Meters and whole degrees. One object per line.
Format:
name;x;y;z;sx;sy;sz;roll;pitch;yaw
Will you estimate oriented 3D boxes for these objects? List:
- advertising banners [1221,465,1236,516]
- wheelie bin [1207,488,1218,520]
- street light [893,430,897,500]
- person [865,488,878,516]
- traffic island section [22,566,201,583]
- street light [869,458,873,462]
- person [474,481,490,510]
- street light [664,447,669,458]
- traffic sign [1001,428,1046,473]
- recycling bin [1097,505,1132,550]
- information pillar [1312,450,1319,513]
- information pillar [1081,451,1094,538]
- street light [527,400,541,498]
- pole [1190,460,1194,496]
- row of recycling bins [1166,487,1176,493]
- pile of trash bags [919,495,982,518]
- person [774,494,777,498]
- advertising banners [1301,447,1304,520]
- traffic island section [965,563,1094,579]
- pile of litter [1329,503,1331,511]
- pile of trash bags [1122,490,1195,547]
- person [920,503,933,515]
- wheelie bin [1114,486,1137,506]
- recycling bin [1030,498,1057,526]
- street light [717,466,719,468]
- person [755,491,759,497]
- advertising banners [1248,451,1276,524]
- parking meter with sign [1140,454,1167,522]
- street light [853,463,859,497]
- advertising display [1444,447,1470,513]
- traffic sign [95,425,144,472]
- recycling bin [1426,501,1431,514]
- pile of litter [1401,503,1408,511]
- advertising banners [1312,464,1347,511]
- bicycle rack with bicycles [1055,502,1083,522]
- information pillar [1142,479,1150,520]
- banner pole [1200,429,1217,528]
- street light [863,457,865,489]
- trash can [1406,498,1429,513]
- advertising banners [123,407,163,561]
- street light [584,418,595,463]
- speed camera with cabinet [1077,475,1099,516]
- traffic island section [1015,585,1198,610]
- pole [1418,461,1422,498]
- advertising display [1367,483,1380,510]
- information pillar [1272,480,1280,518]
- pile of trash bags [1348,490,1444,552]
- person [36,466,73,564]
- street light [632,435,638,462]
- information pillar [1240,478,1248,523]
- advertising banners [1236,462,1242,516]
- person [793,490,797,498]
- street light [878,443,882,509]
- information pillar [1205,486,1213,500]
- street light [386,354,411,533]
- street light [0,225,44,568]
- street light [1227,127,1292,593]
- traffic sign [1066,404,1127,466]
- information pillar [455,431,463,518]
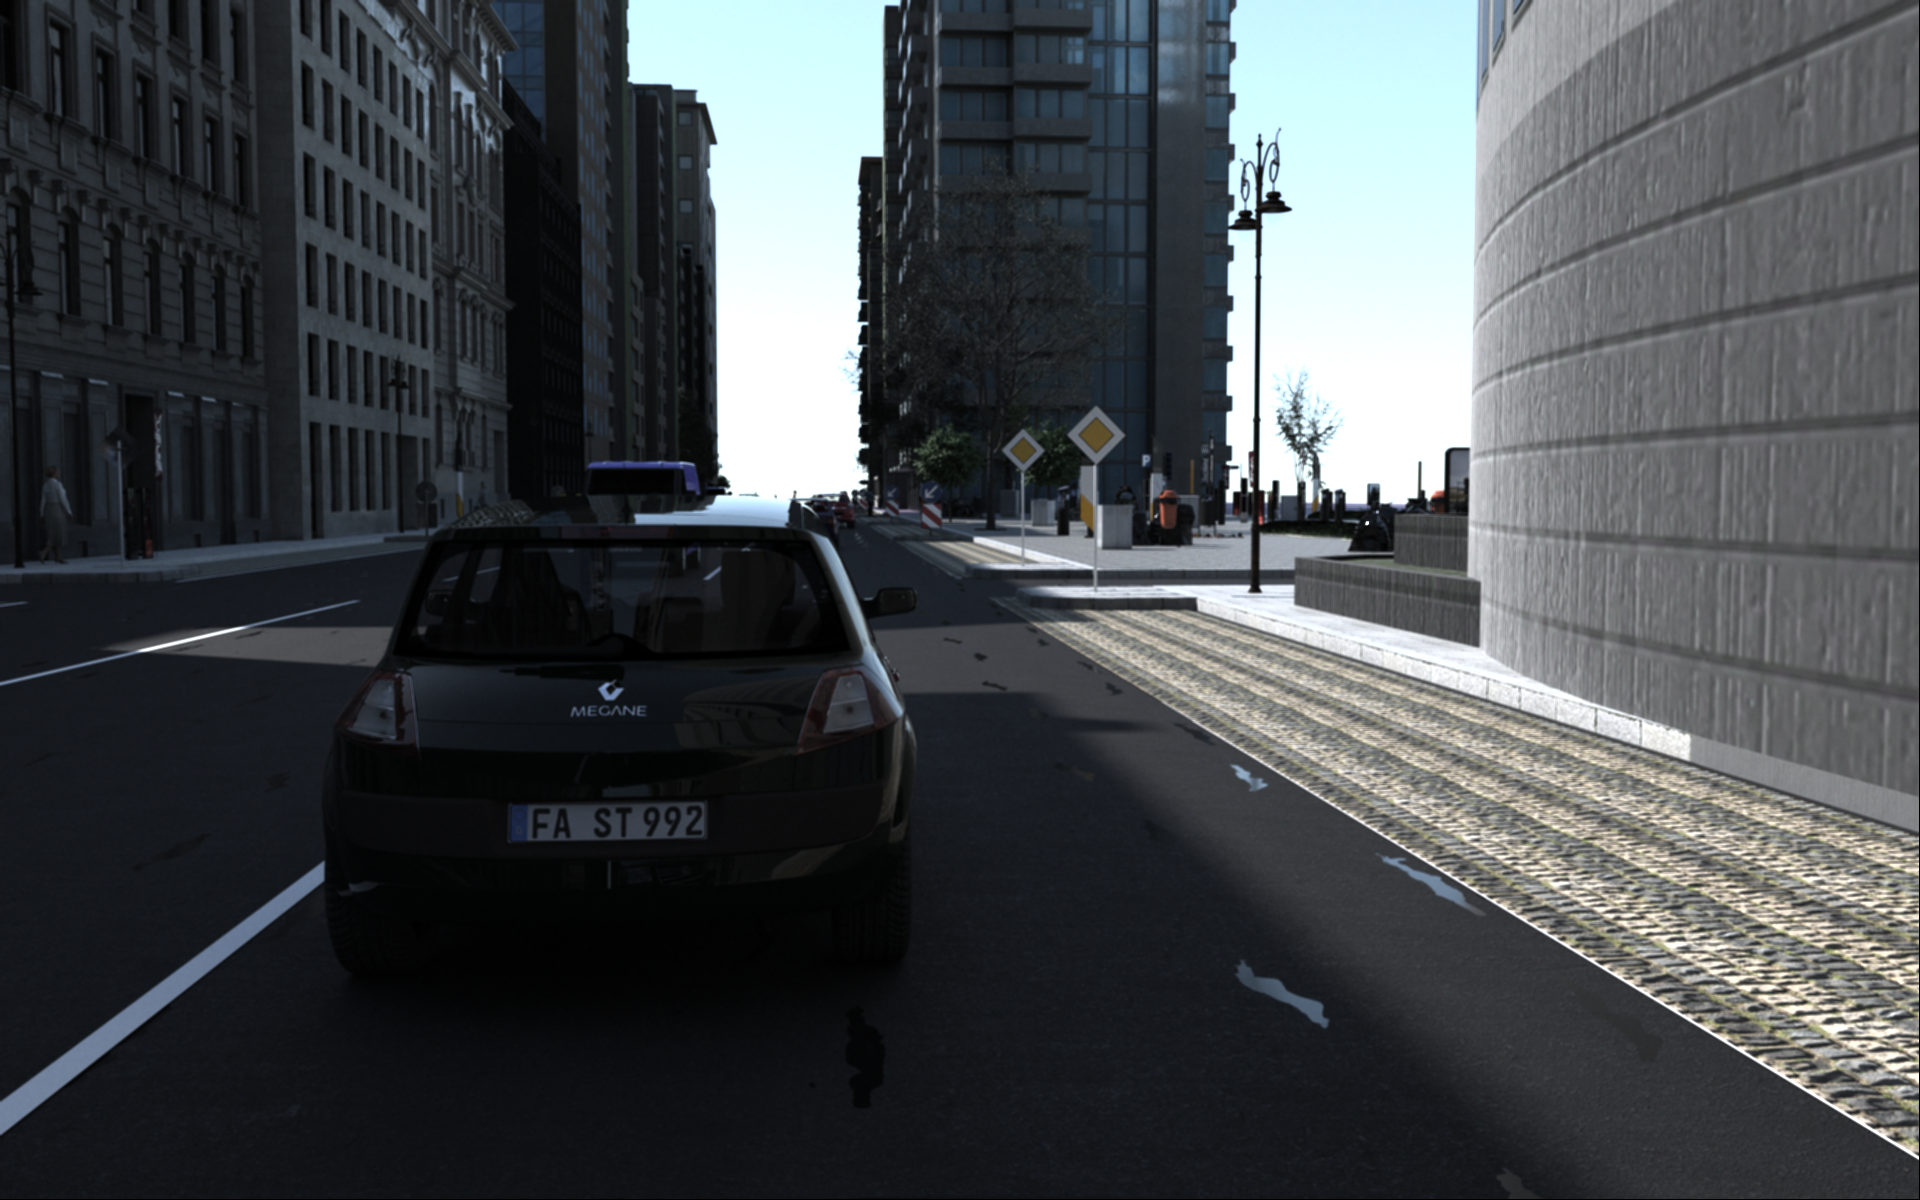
advertising banners;16.520;-6.541;103.137;2.074;3.025;0.090;2;4;31
wheelie bin;12.581;-4.706;84.852;0.693;1.594;0.980;3;5;42
street light;-4.615;-9.361;125.841;0.468;5.910;1.993;0;4;-5
person;-5.803;-6.374;112.695;0.705;1.826;1.348;-3;5;-41
traffic island section;-14.232;-0.434;29.372;2.009;0.180;2.903;0;4;-5
street light;-9.271;-12.706;180.528;0.468;5.910;1.993;0;4;-5
person;-19.594;-3.972;71.160;0.728;1.800;0.709;2;4;34
street light;-27.162;-11.492;160.687;0.468;5.910;1.993;0;4;-5
traffic sign;1.135;-1.735;30.554;0.795;2.593;0.064;0;4;-5
recycling bin;3.594;-1.702;40.385;0.722;1.027;0.722;0;4;-7
information pillar;19.145;-6.231;93.232;0.504;3.616;0.183;-3;5;-44
information pillar;3.767;-3.629;50.692;0.504;3.616;0.183;3;4;37
street light;-20.891;-6.861;84.961;0.468;5.910;1.993;0;4;-5
pole;13.777;-6.664;102.796;0.158;3.312;0.155;0;3;0
row of recycling bins;11.945;-5.889;103.403;1.069;1.692;3.534;-1;4;-13
pile of trash bags;-0.609;-5.172;94.310;3.447;1.369;1.912;-1;4;-22
person;-16.288;-8.626;152.790;1.065;1.426;0.557;3;5;43
advertising banners;12.897;-4.220;65.182;0.090;3.025;2.074;1;4;13
traffic island section;1.157;-0.511;30.638;2.009;0.180;2.903;0;4;-5
pile of litter;19.135;-4.737;91.421;1.176;0.858;1.719;1;4;21
pile of trash bags;4.942;-2.050;43.278;1.912;1.369;3.447;0;4;-5
person;-1.970;-6.007;104.229;0.622;1.834;0.822;-3;5;-43
wheelie bin;6.126;-3.447;64.270;0.693;1.594;0.980;-2;4;-30
recycling bin;3.324;-3.459;69.111;0.722;1.027;0.722;2;4;27
street light;-33.960;-16.519;242.866;0.468;5.910;1.993;0;4;-5
person;-23.185;-11.508;197.170;1.217;1.766;0.721;2;4;29
advertising banners;12.133;-4.494;69.670;0.090;3.025;2.074;-1;4;-22
parking meter with sign;8.636;-4.853;75.601;0.543;3.016;1.738;-2;4;-34
street light;-14.010;-16.171;237.187;0.468;5.910;1.993;0;4;-5
advertising display;7.172;-1.143;23.900;0.974;1.923;0.123;0;4;-3
traffic sign;-14.209;-1.659;29.307;0.795;2.593;0.064;0;4;-5
recycling bin;17.611;-3.236;65.458;0.722;1.027;0.722;0;4;0
pile of litter;24.888;-4.971;95.234;1.719;0.858;1.176;0;4;-3
advertising banners;21.639;-6.443;101.532;2.074;3.025;0.090;0;4;6
bicycle rack with bicycles;5.878;-4.099;80.401;2.925;0.926;2.852;0;4;5
information pillar;9.072;-4.897;84.563;0.304;2.012;0.304;-1;4;-13
banner pole;9.557;-4.646;65.982;0.401;3.779;0.863;0;4;-3
street light;-11.666;-14.507;209.968;0.468;5.910;1.993;0;4;-5
trash can;15.628;-2.907;59.175;0.748;1.137;0.748;0;3;0
advertising banners;-16.127;-2.330;34.279;0.090;3.025;2.074;0;4;-5
street light;-22.548;-8.124;105.617;0.468;5.910;1.993;0;4;-5
speed camera with cabinet;6.386;-5.836;89.759;0.660;3.252;2.038;3;5;40
traffic island section;1.817;-0.024;22.680;2.009;0.180;2.903;0;4;-5
pole;28.335;-6.906;106.752;0.158;3.312;0.155;0;3;0
advertising display;24.827;-6.041;103.979;0.974;1.923;0.123;-2;4;-34
information pillar;16.681;-5.319;91.465;0.304;2.012;0.304;2;4;32
pile of trash bags;10.329;-1.811;39.370;1.912;1.369;3.447;3;5;40
person;-16.585;-1.551;31.634;0.478;1.798;0.641;2;4;33
street light;-24.908;-9.791;132.877;0.468;5.910;1.993;0;4;-5
information pillar;12.784;-4.487;77.862;0.304;2.012;0.304;1;4;16
advertising banners;15.825;-6.152;96.773;0.090;3.025;2.074;1;4;20
person;-13.249;-7.870;137.891;0.721;1.743;1.217;-1;4;-9
street light;-7.050;-11.042;153.327;0.468;5.910;1.993;0;4;-5
information pillar;13.504;-5.465;93.840;0.304;2.012;0.304;-3;5;-40
street light;-18.521;-5.168;57.281;0.468;5.910;1.993;0;4;-5
street light;-16.373;-3.497;29.969;0.468;5.910;1.993;0;4;-5
street light;3.840;-3.032;22.368;0.468;5.910;1.993;0;4;-5
traffic sign;1.794;-1.248;22.596;0.795;2.593;0.064;0;4;-5
information pillar;-18.632;-4.472;64.465;0.183;3.616;0.504;0;4;3
